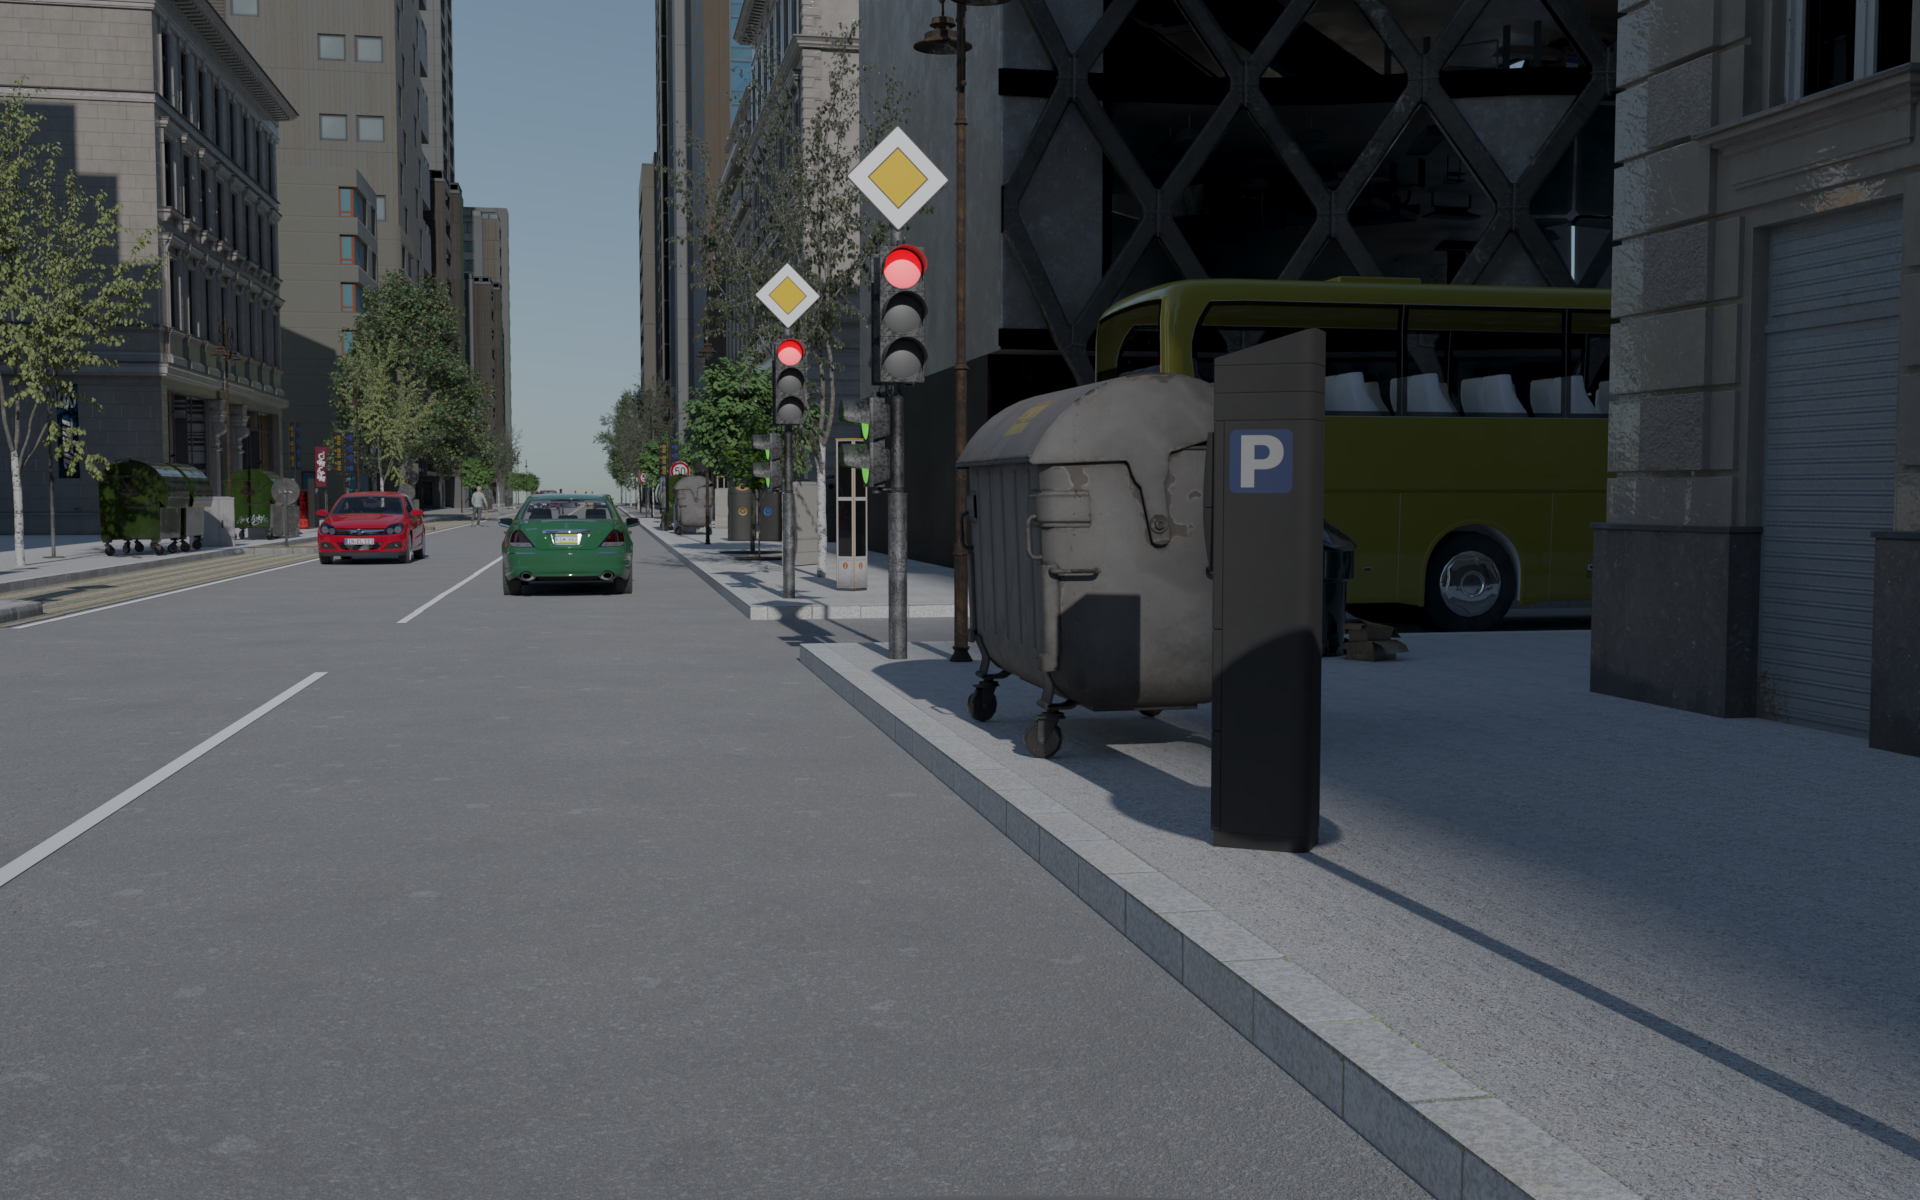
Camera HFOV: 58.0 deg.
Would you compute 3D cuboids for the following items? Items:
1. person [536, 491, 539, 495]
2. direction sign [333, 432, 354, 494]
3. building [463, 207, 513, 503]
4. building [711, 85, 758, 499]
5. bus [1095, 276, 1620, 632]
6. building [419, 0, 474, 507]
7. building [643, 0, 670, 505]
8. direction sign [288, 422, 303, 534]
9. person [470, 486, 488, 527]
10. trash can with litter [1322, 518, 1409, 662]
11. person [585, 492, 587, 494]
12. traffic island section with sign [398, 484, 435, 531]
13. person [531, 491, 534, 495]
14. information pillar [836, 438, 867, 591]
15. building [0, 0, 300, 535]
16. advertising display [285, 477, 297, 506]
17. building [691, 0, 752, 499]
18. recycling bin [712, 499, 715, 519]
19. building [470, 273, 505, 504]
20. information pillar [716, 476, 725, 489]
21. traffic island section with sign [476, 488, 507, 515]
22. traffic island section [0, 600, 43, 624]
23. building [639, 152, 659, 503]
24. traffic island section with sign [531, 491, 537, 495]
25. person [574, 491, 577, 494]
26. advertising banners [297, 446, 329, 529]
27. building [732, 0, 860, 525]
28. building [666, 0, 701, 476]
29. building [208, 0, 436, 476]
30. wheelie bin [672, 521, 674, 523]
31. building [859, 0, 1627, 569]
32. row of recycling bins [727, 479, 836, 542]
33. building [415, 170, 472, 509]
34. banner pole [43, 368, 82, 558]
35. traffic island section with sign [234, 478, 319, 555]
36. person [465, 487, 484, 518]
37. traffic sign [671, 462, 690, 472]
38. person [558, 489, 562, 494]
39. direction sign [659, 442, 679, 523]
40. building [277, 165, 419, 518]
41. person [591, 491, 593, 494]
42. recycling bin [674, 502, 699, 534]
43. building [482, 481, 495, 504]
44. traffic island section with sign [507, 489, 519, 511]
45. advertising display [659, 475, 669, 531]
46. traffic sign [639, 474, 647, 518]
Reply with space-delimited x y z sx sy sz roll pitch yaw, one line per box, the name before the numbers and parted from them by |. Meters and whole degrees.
person | -29.750 -6.863 122.185 0.415 1.643 0.593 0 4 -3
direction sign | -22.597 -4.377 63.569 0.876 3.537 0.379 1 4 20
building | -69.651 -33.993 239.386 14.154 41.232 14.086 -1 4 -12
building | -4.800 -14.892 85.289 13.314 21.916 24.055 -1 4 -12
bus | 7.705 -1.691 19.197 12.252 3.916 2.896 -1 4 -12
building | -62.074 -45.557 183.100 20.563 71.187 20.611 -1 4 -12
building | -30.229 -47.896 221.356 20.563 71.187 20.611 -1 4 -12
direction sign | -21.129 -3.857 55.057 0.379 3.537 0.876 0 3 0
person | -20.951 -4.074 75.591 0.782 1.767 0.515 0 4 5
trash can with litter | 3.037 -0.139 13.652 1.055 1.170 0.624 3 5 45
person | -43.023 -11.647 199.723 1.217 1.735 0.721 3 5 43
traffic island section with sign | -21.753 -3.642 68.180 1.989 1.847 2.006 -1 4 -12
person | -46.022 -10.859 186.732 0.721 1.739 1.217 3 5 44
information pillar | -1.435 -1.130 22.965 0.304 2.012 0.304 2 4 34
building | -29.644 -12.453 54.517 10.553 20.767 40.483 -1 4 -12
advertising display | -25.712 -3.754 66.589 0.123 1.923 0.974 0 4 1
building | -9.523 -28.074 109.117 14.600 45.320 14.200 -1 4 -12
recycling bin | -12.672 -4.599 87.753 0.722 1.027 0.722 -3 5 -40
building | -67.185 -27.777 225.856 14.160 30.474 14.107 -1 4 -12
information pillar | -9.751 -4.038 70.516 0.304 2.012 0.304 -1 4 -16
traffic island section with sign | -31.911 -6.645 117.271 1.989 1.847 2.006 -1 4 -12
traffic island section | -11.621 0.179 19.355 2.009 0.180 2.903 -1 4 -12
building | -33.786 -37.867 242.824 21.300 48.544 21.600 -1 4 -12
traffic island section with sign | -48.576 -11.567 197.741 1.989 1.847 2.006 -1 4 -12
person | -43.893 -11.561 197.533 1.348 1.823 0.705 3 5 39
advertising banners | -23.911 -4.076 62.828 2.074 3.025 0.090 -3 4 -36
building | -1.968 -14.344 63.403 11.050 23.489 19.941 -1 4 -12
building | -11.429 -35.997 130.556 21.231 58.520 28.212 -1 4 -12
building | -54.709 -33.061 129.778 28.713 52.752 27.495 -1 4 -12
wheelie bin | -12.734 -4.273 77.764 0.693 1.594 0.980 1 4 21
building | 7.567 -10.141 33.255 16.811 18.784 16.820 -1 4 -12
row of recycling bins | -4.681 -2.431 46.853 3.534 1.692 1.069 1 4 20
building | -51.345 -23.299 152.647 14.160 30.474 14.107 -1 4 -12
banner pole | -17.939 -2.725 34.579 0.863 3.779 0.401 0 4 8
traffic island section with sign | -16.282 -2.028 41.784 1.989 1.847 2.006 -1 4 -12
person | -28.568 -5.723 102.077 0.705 1.824 1.348 3 4 38
traffic sign | -10.965 -4.150 67.951 0.768 2.556 0.104 0 4 -2
person | -27.848 -6.875 120.922 1.348 1.822 0.705 0 4 -1
direction sign | -12.752 -5.132 75.908 0.876 3.537 0.379 -2 4 -25
building | -48.355 -15.796 103.303 27.650 21.520 28.899 -1 4 -12
person | -50.766 -14.088 238.937 0.705 1.812 1.348 -1 4 -11
recycling bin | -8.950 -2.694 56.599 0.722 1.027 0.722 0 4 -1
building | -72.495 -31.386 205.047 32.217 40.220 23.993 -1 4 -12
traffic island section with sign | -37.371 -8.259 143.669 1.989 1.847 2.006 -1 4 -12
advertising display | -10.234 -3.347 59.945 0.123 1.923 0.974 -1 4 -22
traffic sign | -16.886 -5.693 93.185 0.768 2.556 0.104 0 4 -7
